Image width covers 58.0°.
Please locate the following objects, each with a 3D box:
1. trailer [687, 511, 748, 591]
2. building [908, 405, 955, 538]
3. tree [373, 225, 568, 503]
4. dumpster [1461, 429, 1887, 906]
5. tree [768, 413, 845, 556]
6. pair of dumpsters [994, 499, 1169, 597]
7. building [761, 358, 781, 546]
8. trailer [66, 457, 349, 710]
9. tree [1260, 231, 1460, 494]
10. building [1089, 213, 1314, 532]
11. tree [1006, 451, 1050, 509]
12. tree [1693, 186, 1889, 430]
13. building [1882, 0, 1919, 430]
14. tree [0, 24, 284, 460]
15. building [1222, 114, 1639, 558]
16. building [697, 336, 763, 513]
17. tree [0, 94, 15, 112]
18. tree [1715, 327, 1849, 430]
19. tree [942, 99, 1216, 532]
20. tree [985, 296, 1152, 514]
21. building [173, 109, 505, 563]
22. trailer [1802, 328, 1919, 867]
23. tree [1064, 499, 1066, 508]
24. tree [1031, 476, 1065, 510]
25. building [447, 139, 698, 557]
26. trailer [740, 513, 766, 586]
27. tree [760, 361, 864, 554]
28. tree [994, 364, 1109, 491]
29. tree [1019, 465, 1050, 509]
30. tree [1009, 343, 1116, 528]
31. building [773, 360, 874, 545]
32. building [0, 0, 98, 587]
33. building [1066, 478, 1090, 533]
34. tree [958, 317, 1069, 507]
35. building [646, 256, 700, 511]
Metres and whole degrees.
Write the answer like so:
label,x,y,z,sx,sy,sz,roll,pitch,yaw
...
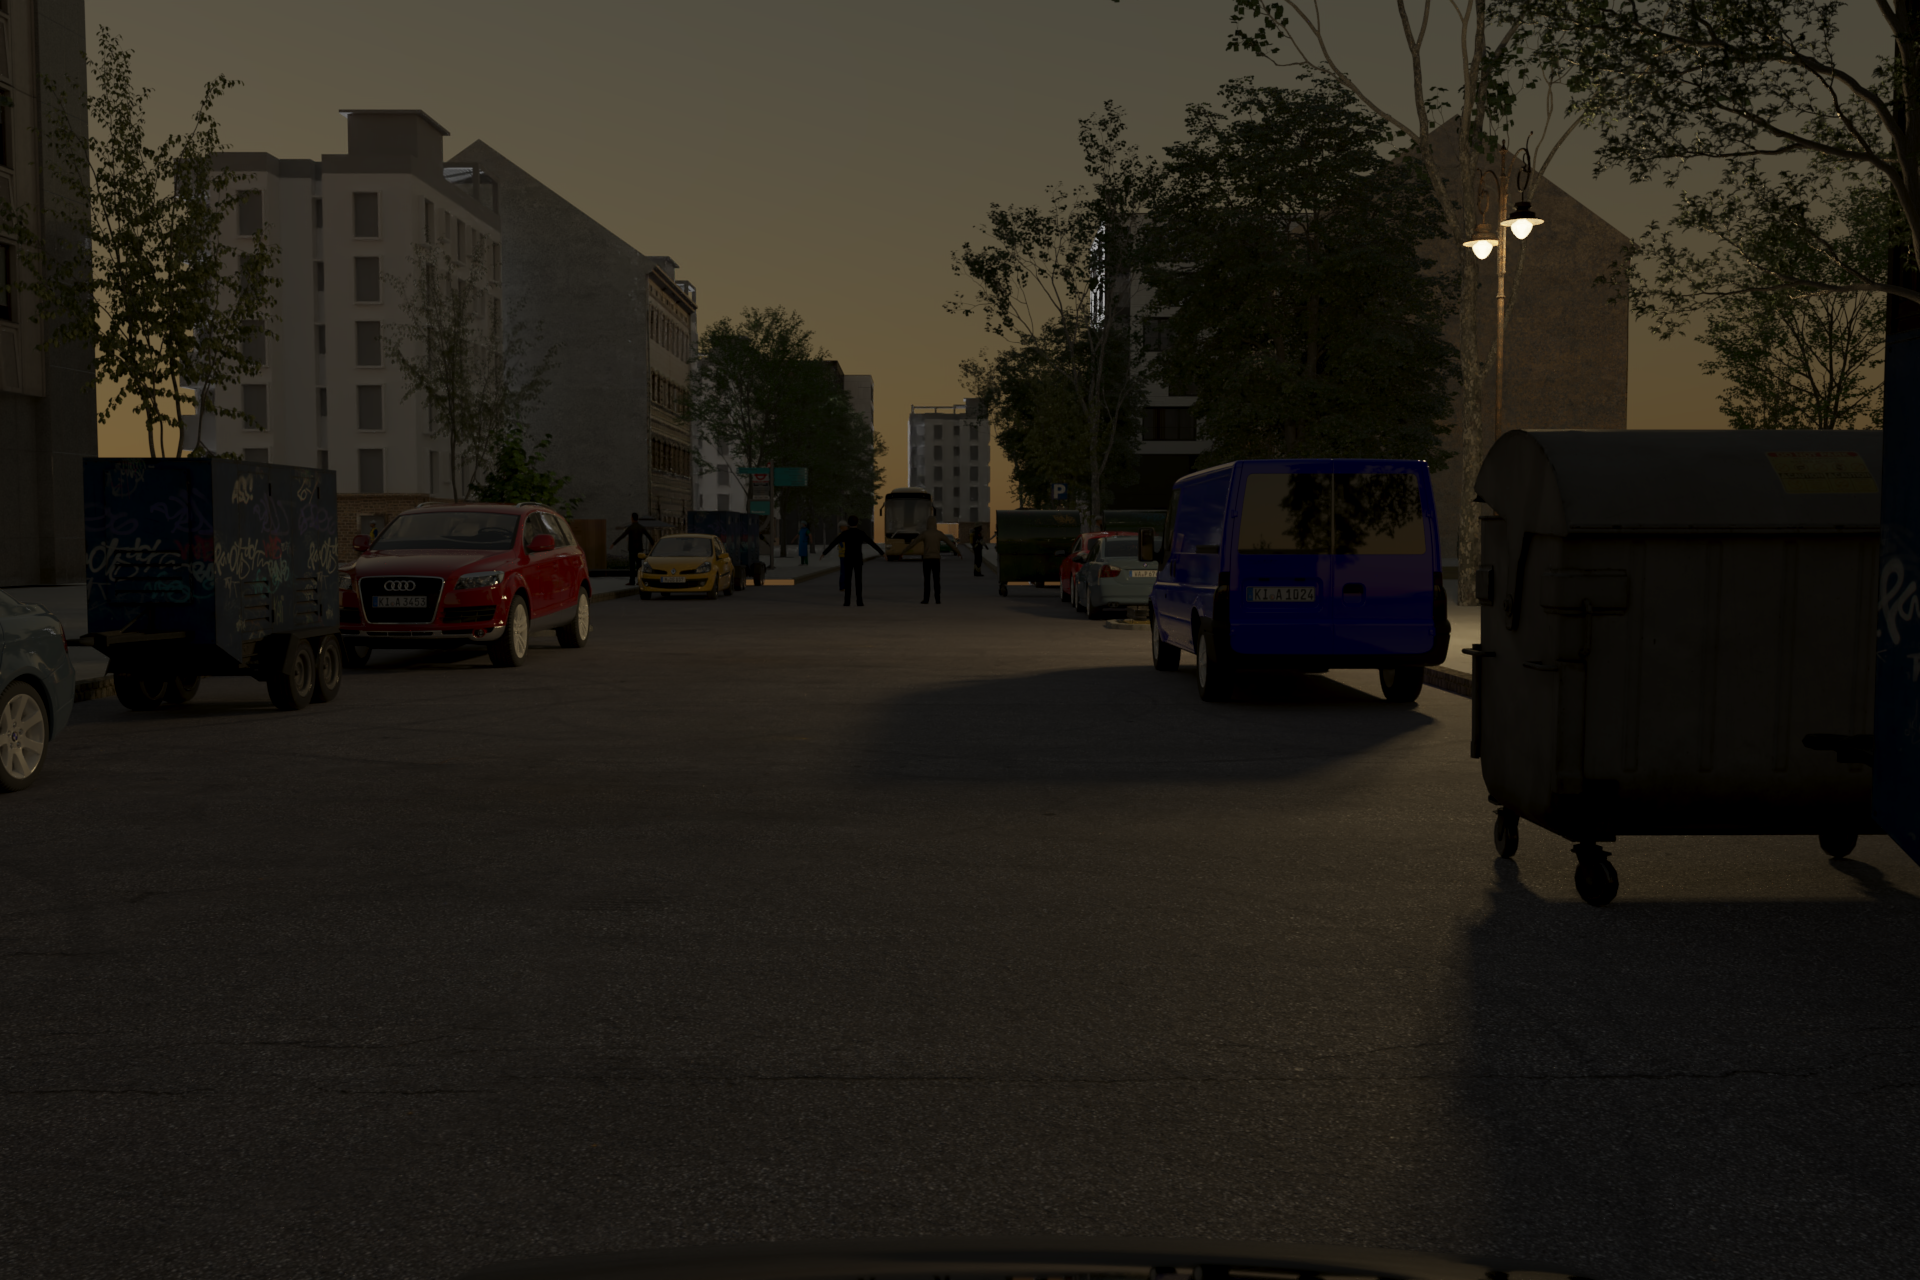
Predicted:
label,x,y,z,sx,sy,sz,roll,pitch,yaw
trailer,-6.198,-2.209,43.168,1.471,1.999,3.904,0,3,0
building,-6.969,-23.570,244.247,11.380,20.090,16.016,0,4,-2
tree,-12.492,-5.617,42.201,4.360,8.622,3.978,0,3,0
dumpster,3.139,0.065,7.147,1.865,1.857,1.264,0,4,-1
tree,-9.711,-9.305,102.495,4.360,8.622,3.978,0,3,0
pair of dumpsters,3.008,-2.147,40.051,4.436,2.255,1.574,0,4,-1
building,-25.202,-19.966,182.867,16.016,20.090,11.380,0,4,-1
trailer,-6.046,-0.404,13.654,1.471,1.999,3.904,0,4,-1
tree,14.676,-9.001,65.298,7.486,12.596,7.792,0,3,0
building,23.269,-17.293,126.719,27.936,21.610,32.646,0,4,0
tree,5.923,-11.643,140.723,4.737,8.622,4.395,0,3,0
tree,25.951,-7.728,52.102,9.928,11.665,9.643,0,3,0
building,26.294,-12.281,29.463,12.332,23.479,15.834,0,4,0
tree,-11.826,-4.599,25.563,4.737,8.622,4.395,0,3,0
building,25.898,-16.468,100.181,19.493,23.208,18.063,0,4,0
building,-25.390,-18.951,166.275,16.016,20.090,11.380,0,4,0
tree,-12.012,-6.529,13.410,9.857,13.997,8.962,0,3,0
tree,28.412,-6.728,60.370,4.737,8.622,4.395,0,3,0
tree,5.559,-13.611,78.423,12.611,20.169,13.585,0,3,0
tree,6.040,-11.488,94.484,9.857,13.997,8.962,0,3,0
building,-28.991,-13.591,78.626,16.016,20.090,11.380,0,4,0
trailer,3.147,0.168,4.299,1.471,1.999,3.904,0,4,-1
tree,15.226,-23.750,244.206,12.611,20.169,13.585,0,3,0
tree,5.234,-9.920,112.561,4.360,8.622,3.978,0,3,0
building,-26.926,-16.821,105.952,19.493,23.208,18.063,0,4,-1
trailer,-6.208,-2.477,47.544,1.471,1.999,3.904,0,3,0
tree,-9.897,-11.927,113.135,7.486,12.596,7.792,0,3,0
tree,5.688,-10.961,104.975,9.928,11.665,9.643,0,3,0
tree,5.665,-10.561,123.040,4.360,8.622,3.978,0,3,0
tree,3.794,-7.097,66.400,4.737,8.622,4.395,0,3,0
building,-25.282,-22.977,219.649,27.936,21.610,32.646,0,4,-1
building,-27.921,-13.220,33.402,12.078,24.872,19.932,0,4,1
building,23.343,-23.826,220.480,19.493,23.208,18.063,0,3,0
tree,5.800,-18.144,152.548,12.611,20.169,13.585,0,3,0
building,-24.827,-16.071,119.177,16.016,20.090,11.380,0,4,0
